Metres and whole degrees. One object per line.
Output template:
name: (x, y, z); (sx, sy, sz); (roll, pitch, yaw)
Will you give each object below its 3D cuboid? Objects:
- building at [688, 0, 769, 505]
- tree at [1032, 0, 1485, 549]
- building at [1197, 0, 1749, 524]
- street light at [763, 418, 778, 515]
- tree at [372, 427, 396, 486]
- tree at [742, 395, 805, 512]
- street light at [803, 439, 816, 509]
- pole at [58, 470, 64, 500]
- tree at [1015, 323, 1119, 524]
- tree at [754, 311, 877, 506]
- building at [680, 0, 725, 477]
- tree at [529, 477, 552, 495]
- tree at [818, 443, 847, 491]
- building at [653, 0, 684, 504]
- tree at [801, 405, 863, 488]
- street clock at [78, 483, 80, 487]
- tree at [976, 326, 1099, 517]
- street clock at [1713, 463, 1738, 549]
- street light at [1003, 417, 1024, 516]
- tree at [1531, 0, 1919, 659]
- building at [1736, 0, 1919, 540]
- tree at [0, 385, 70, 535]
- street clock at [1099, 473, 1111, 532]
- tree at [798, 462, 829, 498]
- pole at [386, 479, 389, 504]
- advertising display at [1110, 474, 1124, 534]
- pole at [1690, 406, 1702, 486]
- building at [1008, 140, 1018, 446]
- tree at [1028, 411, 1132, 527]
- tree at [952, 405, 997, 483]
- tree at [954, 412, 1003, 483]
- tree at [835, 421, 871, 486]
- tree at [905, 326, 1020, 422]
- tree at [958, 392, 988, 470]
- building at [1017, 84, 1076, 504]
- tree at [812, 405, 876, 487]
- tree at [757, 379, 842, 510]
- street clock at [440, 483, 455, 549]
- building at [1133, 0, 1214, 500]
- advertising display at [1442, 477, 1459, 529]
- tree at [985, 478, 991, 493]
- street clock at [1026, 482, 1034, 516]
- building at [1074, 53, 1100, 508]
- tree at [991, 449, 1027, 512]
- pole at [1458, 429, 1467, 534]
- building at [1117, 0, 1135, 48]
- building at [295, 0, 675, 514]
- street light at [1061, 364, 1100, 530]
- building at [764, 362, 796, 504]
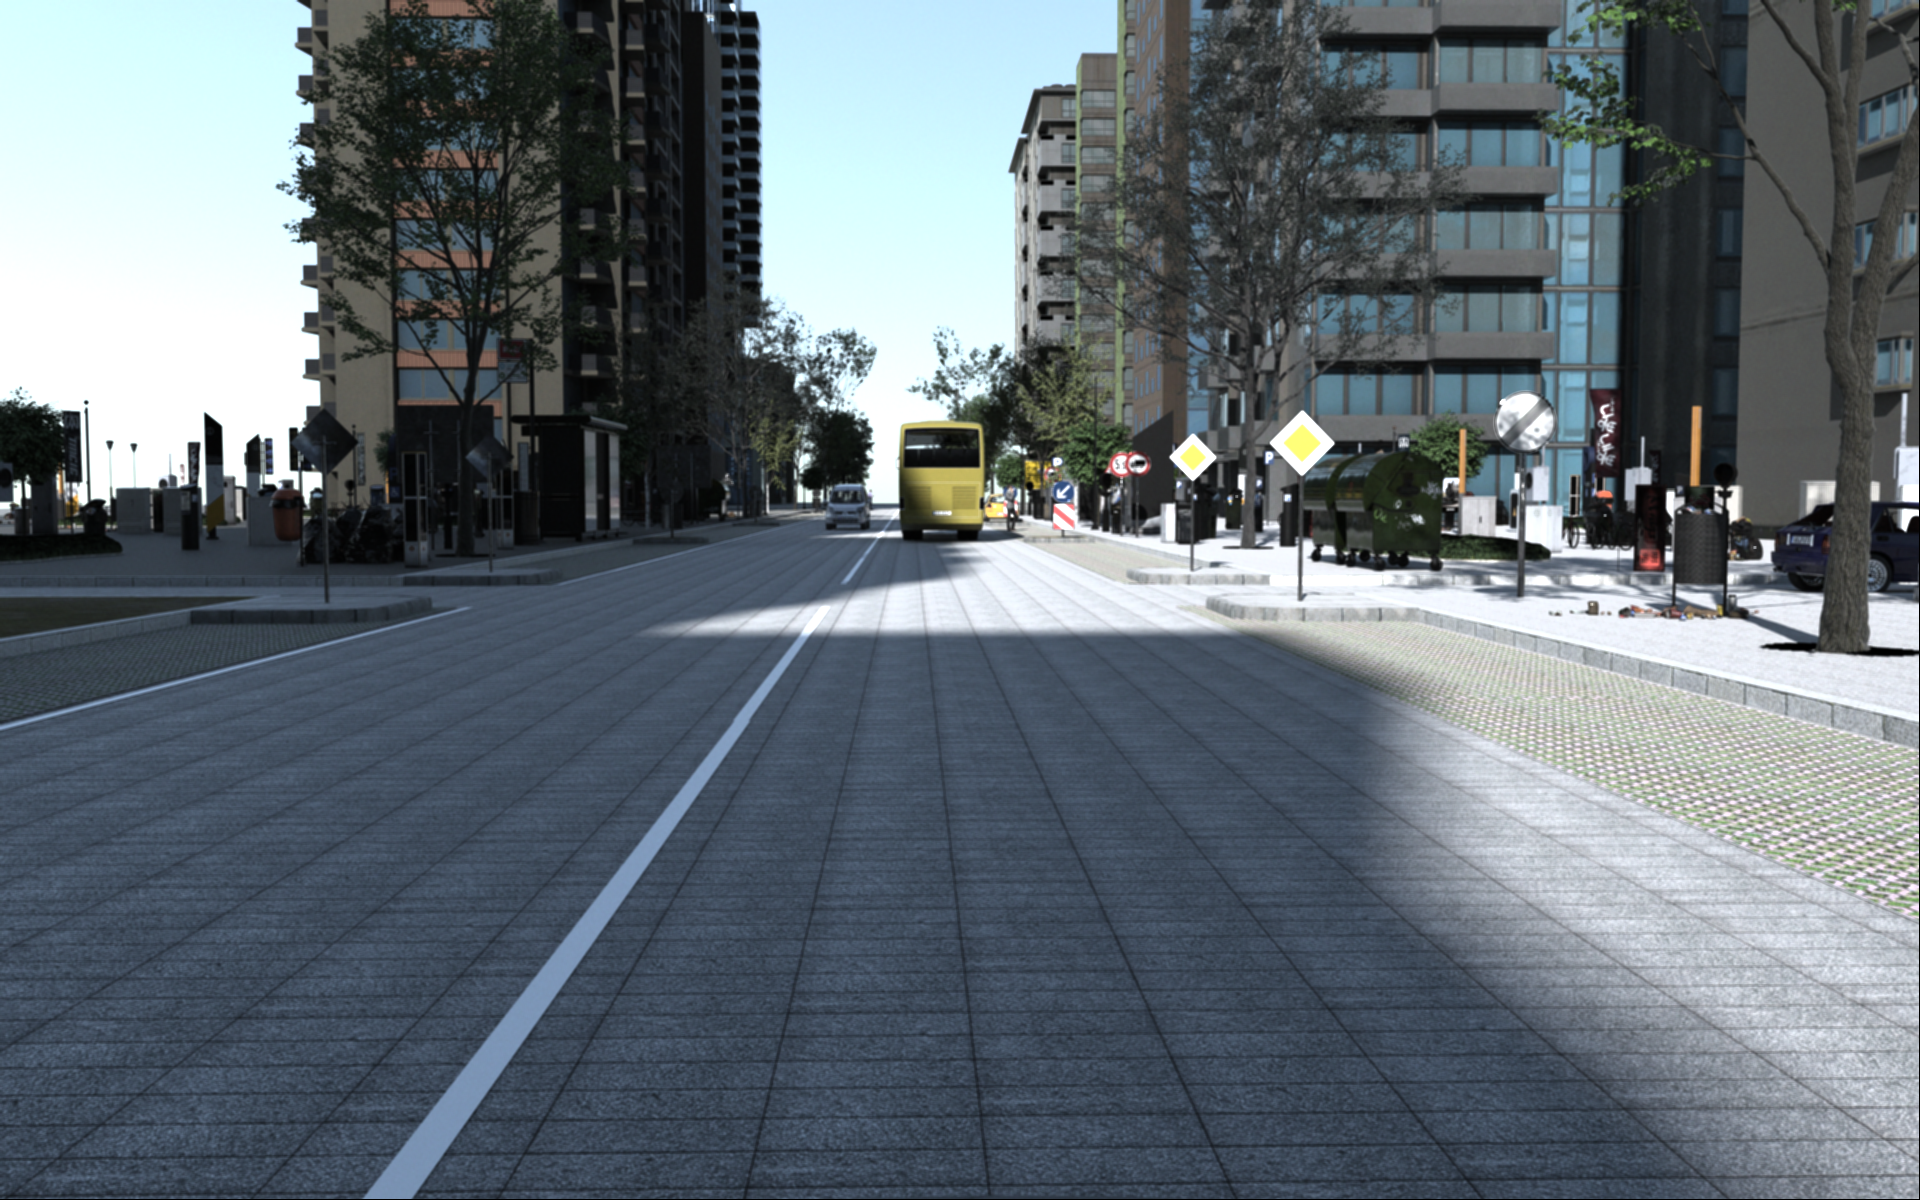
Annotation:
building: (-34.023, -54.758, 207.971); (22.319, 86.520, 31.000); (0, 4, -2)
tree: (6.921, -7.945, 40.270); (12.009, 13.543, 11.850); (0, 3, 0)
building: (24.584, -28.646, 87.968); (23.786, 49.044, 30.456); (0, 4, -2)
street light: (-11.281, -8.096, 104.907); (1.470, 5.913, 1.316); (0, 4, -2)
tree: (-23.251, -5.495, 73.565); (4.285, 4.588, 4.351); (0, 3, 0)
tree: (-13.242, -10.434, 120.960); (4.737, 8.622, 4.395); (0, 3, 0)
street light: (-12.584, -10.600, 145.849); (1.470, 5.913, 1.316); (0, 4, -2)
pole: (-42.519, -5.388, 81.935); (0.158, 3.312, 0.155); (0, 3, 0)
tree: (4.747, -7.549, 73.787); (4.737, 8.622, 4.395); (0, 3, 0)
tree: (-15.223, -19.837, 180.229); (12.611, 20.169, 13.585); (0, 3, 0)
building: (-29.458, -31.138, 159.209); (14.600, 45.320, 14.200); (0, 4, -2)
tree: (-18.546, -5.131, 78.492); (1.663, 3.219, 1.824); (0, 3, 0)
tree: (-16.339, -16.768, 224.513); (4.360, 8.622, 3.978); (0, 3, 0)
building: (-31.371, -42.977, 140.933); (20.563, 71.187, 20.611); (0, 4, -2)
tree: (-14.928, -16.906, 202.167); (9.928, 11.665, 9.643); (0, 3, 0)
street clock: (-44.694, -5.068, 87.433); (0.471, 2.002, 0.358); (-2, 4, -29)
tree: (4.392, -9.958, 97.233); (8.767, 10.594, 7.601); (3, 4, 36)
street clock: (17.791, -2.185, 40.294); (0.358, 2.002, 0.471); (-3, 5, -44)
street light: (3.148, -8.009, 103.480); (1.470, 5.913, 1.316); (0, 4, -2)
tree: (7.149, -5.370, 13.561); (9.928, 11.665, 9.643); (0, 3, 0)
building: (33.325, -25.784, 45.267); (21.600, 48.544, 21.300); (0, 4, -2)
tree: (-28.450, -4.198, 52.352); (4.285, 4.588, 4.351); (0, 3, 0)
street clock: (4.957, -3.315, 58.767); (0.471, 2.002, 0.358); (-2, 4, -29)
tree: (-14.469, -11.509, 171.880); (4.285, 4.588, 4.351); (0, 3, 0)
pole: (-30.005, -5.935, 90.883); (0.158, 3.312, 0.155); (0, 3, 0)
advertising display: (5.035, -3.074, 55.475); (0.123, 1.923, 0.974); (-1, 4, -14)
pole: (17.079, -2.837, 40.236); (0.158, 3.312, 0.155); (0, 3, 0)
building: (21.981, -40.388, 249.579); (28.713, 52.752, 27.495); (0, 4, -2)
tree: (5.474, -5.177, 68.356); (4.285, 4.588, 4.351); (0, 3, 0)
tree: (1.570, -18.179, 215.361); (7.486, 12.596, 7.792); (0, 3, 0)
tree: (1.006, -19.164, 230.339); (9.611, 12.733, 9.660); (0, 3, 0)
tree: (-17.337, -21.006, 261.579); (7.486, 12.596, 7.792); (0, 3, 0)
tree: (-0.271, -20.840, 196.618); (12.611, 20.169, 13.585); (0, 3, 0)
tree: (3.149, -14.673, 165.654); (9.928, 11.665, 9.643); (0, 3, 0)
building: (22.882, -38.652, 221.196); (28.713, 52.752, 27.495); (0, 4, -2)
tree: (-16.883, -20.940, 249.030); (9.857, 13.997, 8.962); (0, 3, 0)
tree: (-13.045, -12.586, 140.188); (7.601, 10.594, 8.767); (0, 4, 8)
street clock: (-11.975, -2.196, 40.480); (0.358, 2.002, 0.471); (-1, 4, -18)
building: (19.032, -28.234, 111.731); (14.600, 45.320, 14.200); (0, 4, -2)
advertising display: (18.137, -3.605, 64.162); (0.974, 1.923, 0.123); (-2, 4, -24)
tree: (2.416, -11.149, 176.892); (1.663, 3.219, 1.824); (0, 3, 0)
street clock: (4.157, -6.036, 103.254); (0.471, 2.002, 0.358); (0, 4, 7)
building: (17.801, -29.422, 164.636); (14.154, 41.232, 14.086); (0, 4, -2)
tree: (3.828, -8.686, 125.721); (4.285, 4.588, 4.351); (0, 3, 0)
pole: (15.770, -3.702, 54.370); (0.158, 3.312, 0.155); (0, 3, 0)
building: (18.188, -27.073, 126.231); (14.154, 41.232, 14.086); (0, 4, -2)
building: (-31.470, -28.261, 116.687); (22.147, 44.769, 28.867); (0, 4, -2)
street light: (4.319, -5.479, 62.121); (1.470, 5.913, 1.316); (0, 4, -2)
building: (-37.559, -24.156, 239.986); (27.650, 21.520, 28.899); (0, 4, -2)
